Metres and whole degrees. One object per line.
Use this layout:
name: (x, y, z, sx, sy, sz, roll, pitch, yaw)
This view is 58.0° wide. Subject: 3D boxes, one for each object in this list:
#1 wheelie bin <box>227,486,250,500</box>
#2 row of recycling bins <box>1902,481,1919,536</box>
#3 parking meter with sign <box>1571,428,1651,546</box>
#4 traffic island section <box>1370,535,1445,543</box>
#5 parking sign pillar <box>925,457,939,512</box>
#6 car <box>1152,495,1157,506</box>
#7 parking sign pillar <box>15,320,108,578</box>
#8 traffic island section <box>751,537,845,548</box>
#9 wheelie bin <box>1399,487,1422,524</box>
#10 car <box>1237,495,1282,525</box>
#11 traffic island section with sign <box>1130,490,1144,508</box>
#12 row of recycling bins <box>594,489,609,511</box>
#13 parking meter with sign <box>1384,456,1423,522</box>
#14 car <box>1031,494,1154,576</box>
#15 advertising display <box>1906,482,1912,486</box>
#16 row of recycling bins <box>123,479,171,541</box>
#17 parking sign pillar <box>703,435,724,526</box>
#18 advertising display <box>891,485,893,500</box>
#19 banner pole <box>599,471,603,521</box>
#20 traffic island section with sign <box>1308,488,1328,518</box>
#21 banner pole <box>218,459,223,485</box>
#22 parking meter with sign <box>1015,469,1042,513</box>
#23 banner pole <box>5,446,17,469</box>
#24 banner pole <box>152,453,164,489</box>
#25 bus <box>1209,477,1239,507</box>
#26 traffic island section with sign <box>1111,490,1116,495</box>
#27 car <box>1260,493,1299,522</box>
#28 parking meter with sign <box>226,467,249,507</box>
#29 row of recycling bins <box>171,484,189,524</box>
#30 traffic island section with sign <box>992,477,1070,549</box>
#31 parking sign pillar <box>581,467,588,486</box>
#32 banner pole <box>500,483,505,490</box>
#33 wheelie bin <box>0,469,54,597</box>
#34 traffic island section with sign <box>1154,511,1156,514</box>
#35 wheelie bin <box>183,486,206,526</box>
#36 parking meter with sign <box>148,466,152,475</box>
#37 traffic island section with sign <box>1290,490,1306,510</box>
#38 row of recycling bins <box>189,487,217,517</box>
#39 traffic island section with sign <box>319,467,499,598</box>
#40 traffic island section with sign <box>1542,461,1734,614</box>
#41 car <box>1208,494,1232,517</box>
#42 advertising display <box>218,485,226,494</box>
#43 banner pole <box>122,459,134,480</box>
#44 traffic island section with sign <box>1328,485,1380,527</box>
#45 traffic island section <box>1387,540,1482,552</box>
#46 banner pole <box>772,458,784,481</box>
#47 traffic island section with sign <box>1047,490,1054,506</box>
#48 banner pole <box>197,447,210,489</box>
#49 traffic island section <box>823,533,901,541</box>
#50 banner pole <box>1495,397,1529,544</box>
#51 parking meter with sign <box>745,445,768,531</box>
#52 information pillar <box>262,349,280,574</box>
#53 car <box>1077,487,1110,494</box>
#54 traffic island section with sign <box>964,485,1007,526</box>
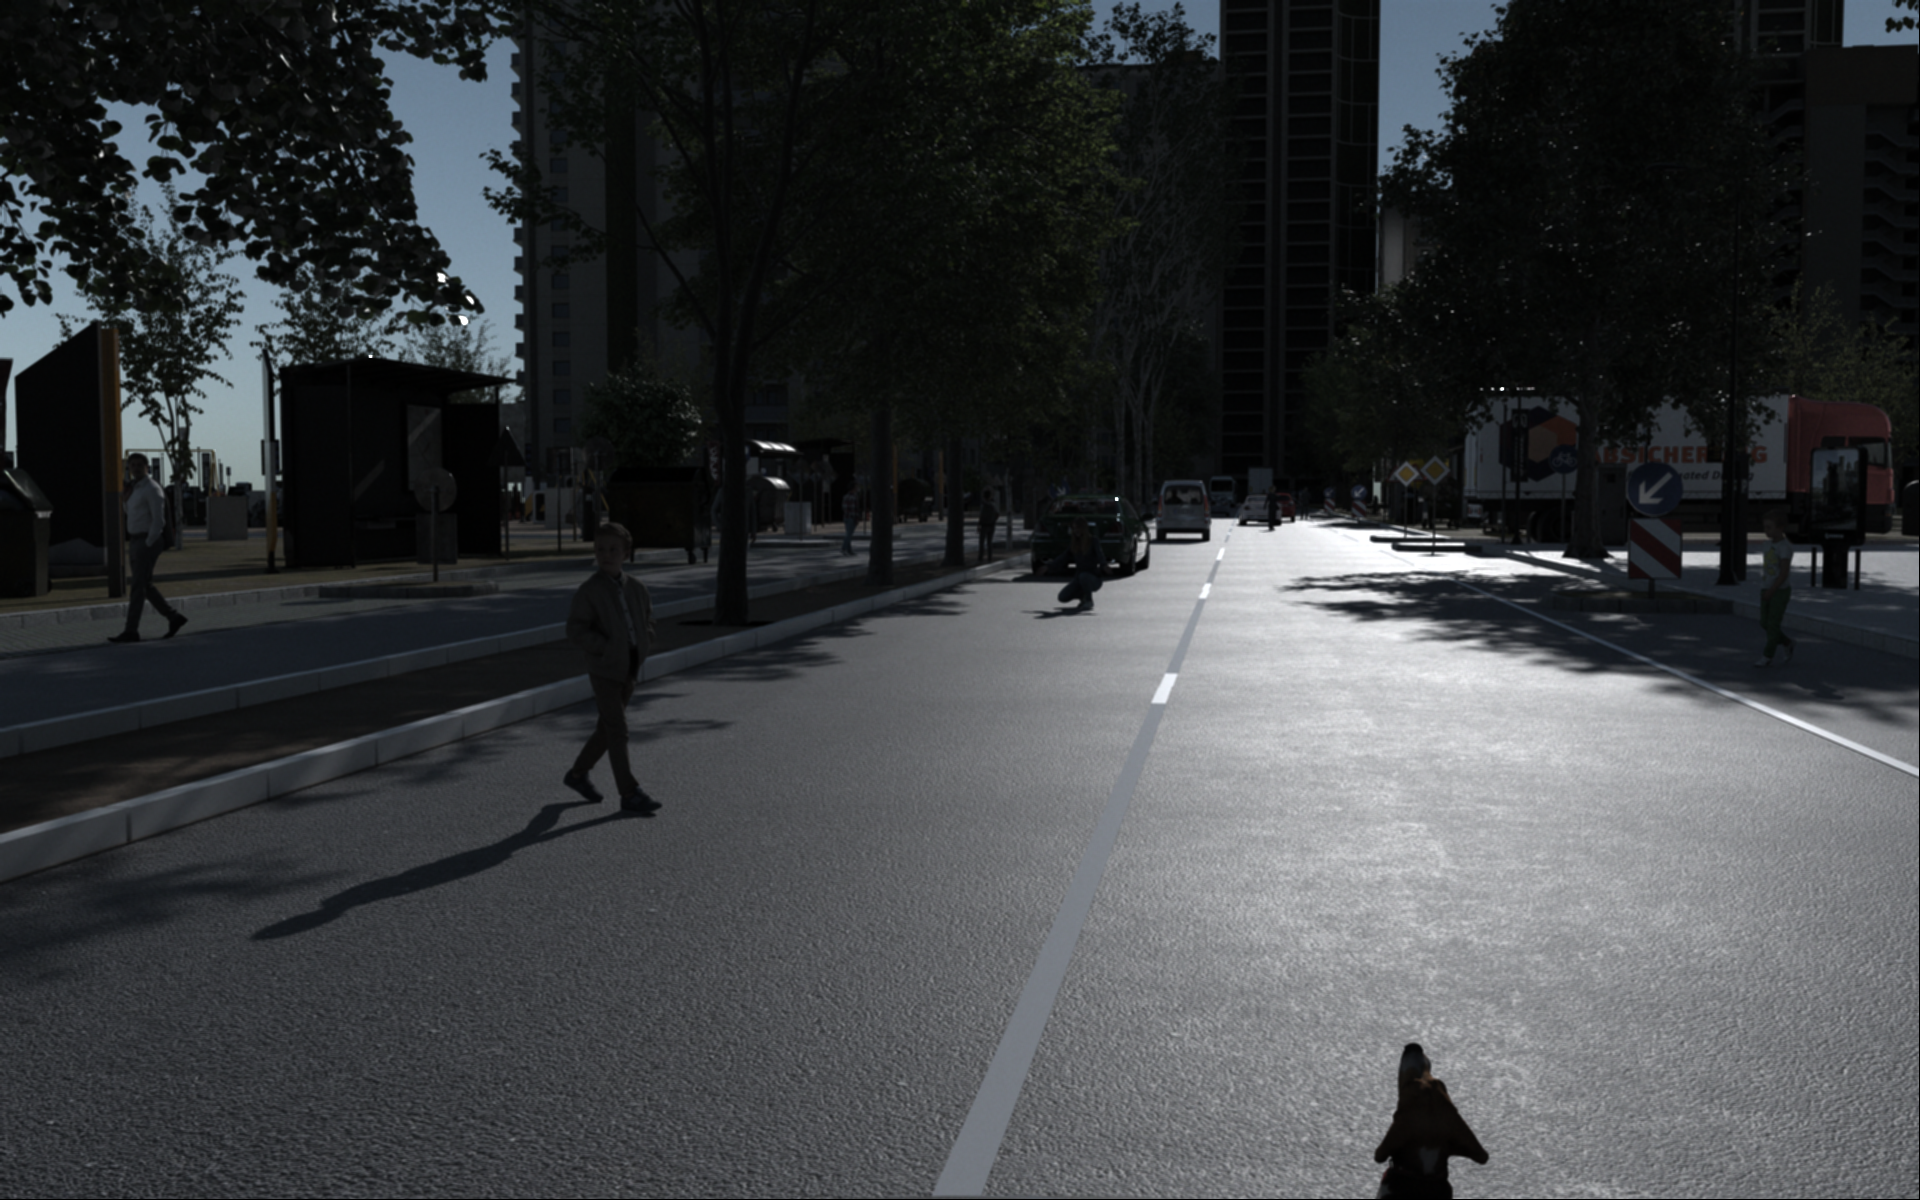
wheelie bin: (-29.345, -3.822, 70.401, 0.693, 1.594, 0.980, 3, 5, 44)
row of recycling bins: (31.086, -2.837, 53.494, 3.534, 1.692, 1.069, 1, 4, 9)
parking meter with sign: (16.110, -2.853, 42.914, 1.738, 3.016, 0.543, 1, 4, 11)
traffic island section: (13.435, -1.828, 52.166, 2.009, 0.180, 2.903, 1, 4, 9)
parking sign pillar: (-2.220, -8.425, 126.224, 1.447, 3.967, 1.447, 1, 4, 13)
car: (20.851, -10.412, 182.600, 2.083, 1.381, 4.827, 1, 4, 9)
parking sign pillar: (-13.984, -2.361, 27.074, 1.447, 3.967, 1.447, 0, 4, -1)
traffic island section: (-4.333, -1.512, 46.996, 2.009, 0.180, 2.903, 1, 4, 9)
wheelie bin: (19.201, -4.050, 74.125, 0.693, 1.594, 0.980, -1, 4, -12)
car: (14.003, -4.187, 80.815, 2.083, 1.381, 4.827, 0, 4, 8)
traffic island section with sign: (18.290, -10.615, 182.185, 1.989, 1.847, 2.006, 1, 4, 9)
row of recycling bins: (-28.336, -7.811, 134.825, 3.534, 1.692, 1.069, 1, 4, 20)
parking meter with sign: (20.341, -5.088, 79.449, 1.738, 3.016, 0.543, 1, 4, 17)
car: (2.459, -1.236, 32.011, 2.131, 1.459, 4.920, 1, 4, 11)
advertising display: (49.428, -5.157, 89.528, 0.974, 1.923, 0.123, 1, 4, 14)
row of recycling bins: (-22.880, -2.428, 46.813, 1.069, 1.692, 3.534, 0, 4, 5)
parking sign pillar: (-9.691, -4.983, 69.949, 1.447, 3.967, 1.447, 0, 4, -6)
advertising display: (-4.742, -7.098, 121.266, 0.974, 1.923, 0.123, 1, 4, 17)
banner pole: (-16.808, -5.572, 81.115, 0.401, 3.779, 0.863, -1, 4, -20)
traffic island section with sign: (21.837, -5.774, 103.034, 1.989, 1.847, 2.006, 1, 4, 9)
banner pole: (-53.239, -8.243, 124.786, 0.401, 3.779, 0.863, 0, 4, -4)
parking meter with sign: (4.574, -7.338, 116.232, 1.738, 3.016, 0.543, 1, 4, 9)
banner pole: (-48.845, -6.075, 89.348, 0.863, 3.779, 0.401, -3, 5, -40)
banner pole: (-48.791, -7.065, 105.528, 0.863, 3.779, 0.401, -1, 4, -9)
bus: (28.802, -11.883, 189.147, 2.948, 3.499, 13.247, 1, 4, 10)
traffic island section with sign: (13.899, -8.988, 155.589, 1.989, 1.847, 2.006, 1, 4, 9)
car: (16.468, -4.934, 89.708, 2.155, 1.783, 4.494, 1, 4, 11)
parking meter with sign: (-46.191, -7.047, 111.476, 1.738, 3.016, 0.543, 0, 4, -6)
row of recycling bins: (-34.490, -4.014, 72.737, 3.534, 1.692, 1.069, -2, 4, -28)
traffic island section with sign: (1.930, -2.328, 46.205, 2.006, 1.907, 1.989, 1, 4, 9)
parking sign pillar: (-21.822, -6.848, 100.430, 1.447, 3.967, 1.447, -1, 4, -14)
banner pole: (-32.119, -8.002, 120.850, 0.863, 3.779, 0.401, -2, 4, -35)
wheelie bin: (-11.819, -0.842, 21.675, 0.693, 1.594, 0.980, -1, 4, -9)
traffic island section with sign: (15.354, -7.310, 127.656, 2.006, 1.907, 1.989, 1, 4, 9)
wheelie bin: (-30.918, -3.793, 69.930, 0.693, 1.594, 0.980, 0, 4, 6)
parking meter with sign: (-50.118, -6.731, 106.320, 0.543, 3.016, 1.738, -3, 4, -39)
traffic island section with sign: (30.074, -8.833, 153.046, 1.989, 1.847, 2.006, 1, 4, 9)
row of recycling bins: (-42.921, -5.424, 95.798, 3.534, 1.692, 1.069, -1, 4, -13)
traffic island section with sign: (-7.694, -0.977, 24.607, 1.989, 1.847, 2.006, 1, 4, 9)
traffic island section with sign: (8.449, -0.806, 21.804, 1.989, 1.847, 2.006, 1, 4, 9)
car: (16.356, -6.029, 110.570, 2.014, 1.417, 4.499, 1, 4, 9)
advertising display: (-49.905, -6.840, 117.043, 0.974, 1.923, 0.123, 3, 5, 39)
banner pole: (-52.056, -7.250, 108.557, 0.863, 3.779, 0.401, 0, 4, -3)
traffic island section with sign: (17.448, -4.147, 76.437, 1.989, 1.847, 2.006, 1, 4, 9)
traffic island section: (12.136, -1.346, 44.286, 2.009, 0.180, 2.903, 1, 4, 9)
banner pole: (-9.533, -6.122, 90.117, 0.863, 3.779, 0.401, 1, 4, 11)
traffic island section with sign: (5.681, -5.937, 105.696, 1.989, 1.847, 2.006, 1, 4, 9)
banner pole: (-40.311, -6.256, 92.305, 0.401, 3.779, 0.863, 3, 5, 40)
traffic island section: (-3.034, -1.994, 54.875, 2.009, 0.180, 2.903, 1, 4, 9)
banner pole: (14.283, -3.346, 44.727, 0.863, 3.779, 0.401, 0, 4, -2)
parking meter with sign: (-7.289, -3.959, 60.983, 0.543, 3.016, 1.738, -2, 4, -32)
information pillar: (-11.072, -2.228, 27.784, 0.183, 3.616, 0.504, -2, 4, -32)
car: (7.545, -5.497, 98.555, 2.281, 1.827, 5.304, 1, 4, 11)
traffic island section with sign: (1.289, -4.310, 79.100, 1.989, 1.847, 2.006, 1, 4, 9)
